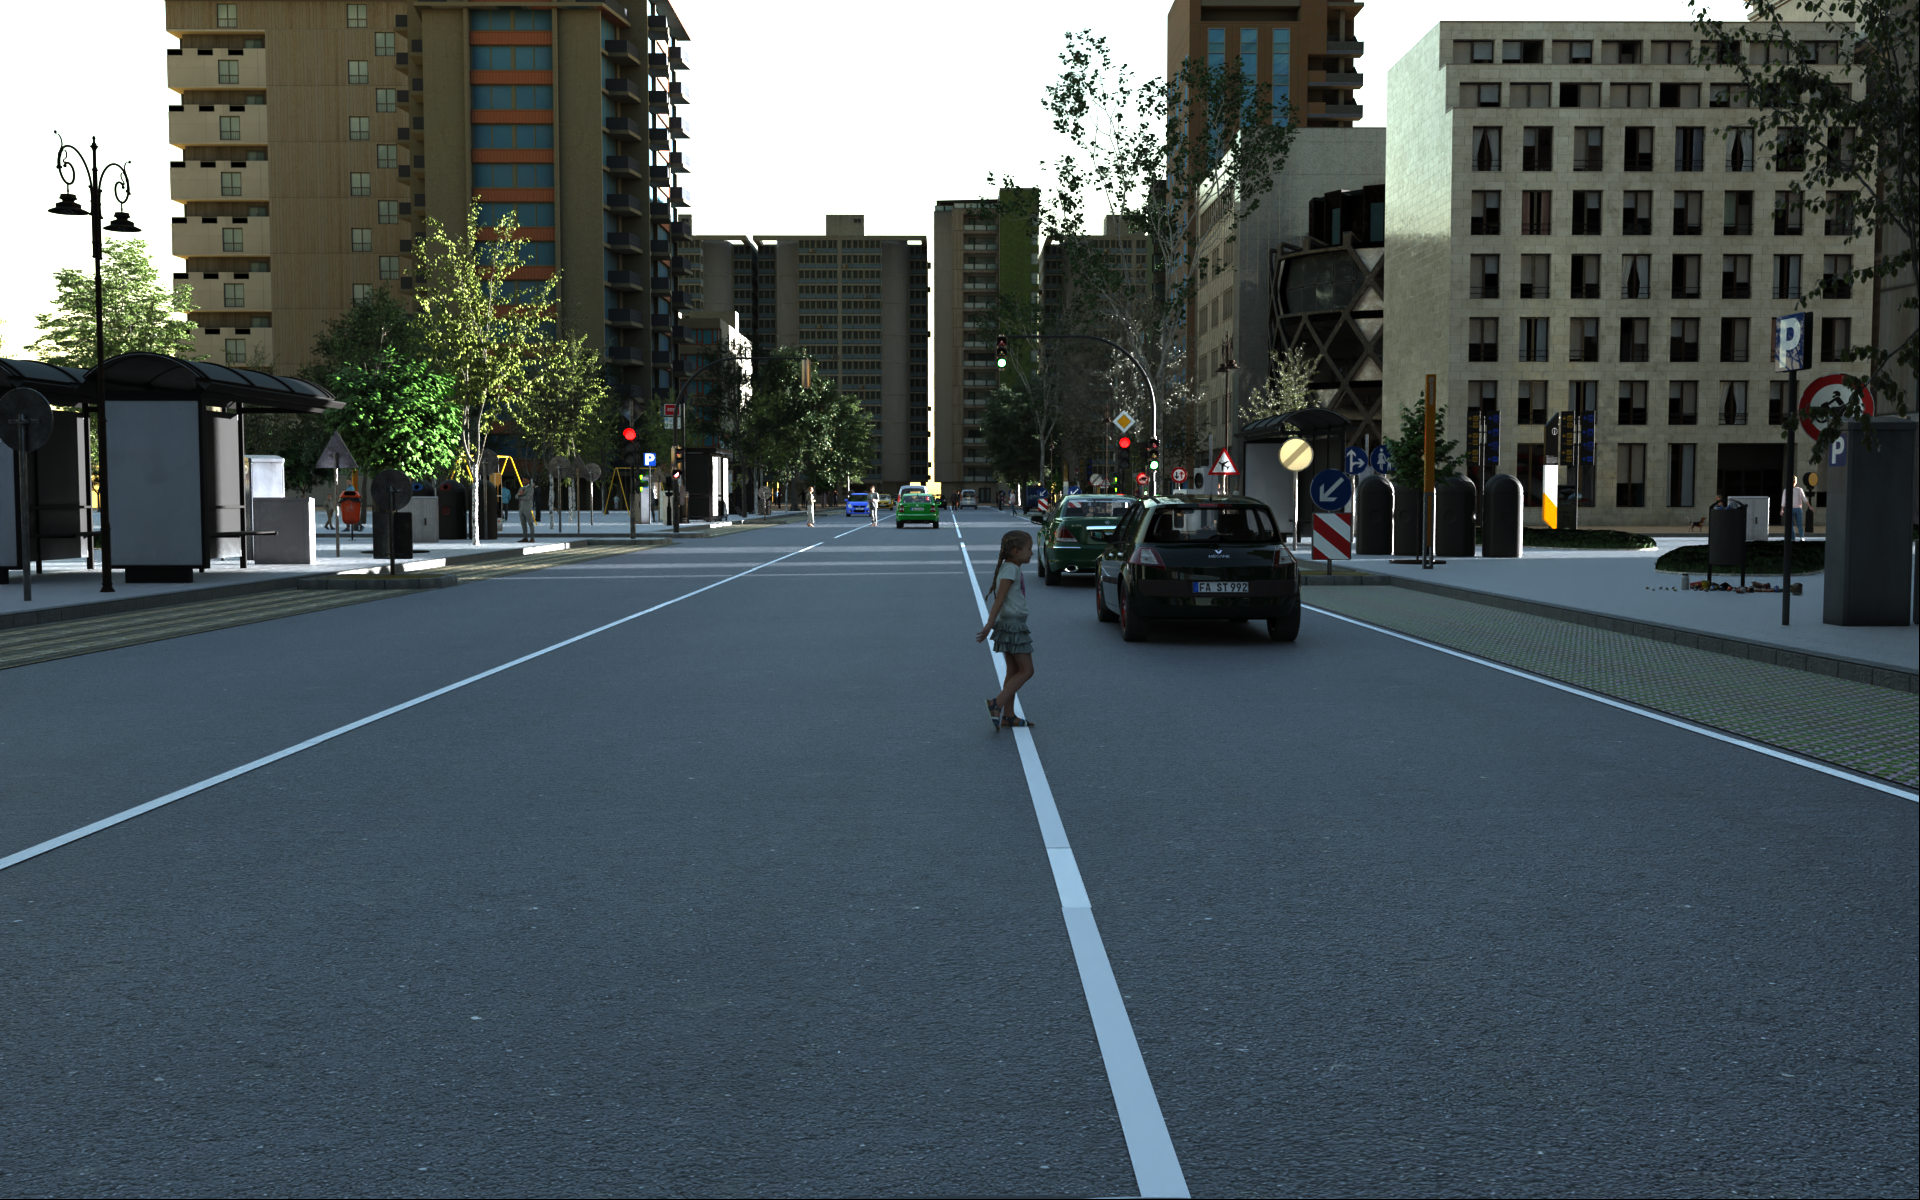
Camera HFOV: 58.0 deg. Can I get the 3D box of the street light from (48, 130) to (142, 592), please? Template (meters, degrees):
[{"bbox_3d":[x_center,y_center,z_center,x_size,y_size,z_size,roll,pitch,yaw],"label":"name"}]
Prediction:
[{"bbox_3d":[-11.177,-3.042,22.529,0.468,5.910,1.993,0,4,0],"label":"street light"}]

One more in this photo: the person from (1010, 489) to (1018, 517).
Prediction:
[{"bbox_3d":[3.438,-6.181,110.232,0.598,1.740,0.731,-2,4,-26],"label":"person"}]

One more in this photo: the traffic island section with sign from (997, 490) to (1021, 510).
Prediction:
[{"bbox_3d":[4.675,-9.304,160.748,1.989,1.847,2.006,0,4,0],"label":"traffic island section with sign"}]

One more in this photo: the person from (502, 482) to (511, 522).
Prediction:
[{"bbox_3d":[-20.975,-4.501,79.647,0.660,1.820,0.620,-3,4,-37],"label":"person"}]

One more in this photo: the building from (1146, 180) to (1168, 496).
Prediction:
[{"bbox_3d":[24.210,-23.846,161.578,14.160,30.474,14.107,0,4,0],"label":"building"}]

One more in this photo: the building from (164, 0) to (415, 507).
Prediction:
[{"bbox_3d":[-66.682,-36.332,183.260,27.495,52.752,28.713,0,4,0],"label":"building"}]

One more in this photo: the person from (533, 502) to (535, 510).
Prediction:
[{"bbox_3d":[-28.442,-6.328,115.001,1.012,1.151,0.738,0,4,7],"label":"person"}]

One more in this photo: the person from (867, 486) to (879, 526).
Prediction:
[{"bbox_3d":[-3.946,-4.220,77.702,0.606,1.804,0.583,1,4,17],"label":"person"}]

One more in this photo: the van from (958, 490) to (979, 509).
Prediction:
[{"bbox_3d":[0.813,-9.603,164.027,2.013,2.044,4.112,0,4,0],"label":"van"}]

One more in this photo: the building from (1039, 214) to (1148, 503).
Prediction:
[{"bbox_3d":[23.052,-33.732,243.394,23.993,40.220,32.217,0,4,0],"label":"building"}]

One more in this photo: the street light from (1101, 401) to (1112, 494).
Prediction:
[{"bbox_3d":[7.279,-6.933,86.150,0.468,5.910,1.993,0,4,0],"label":"street light"}]

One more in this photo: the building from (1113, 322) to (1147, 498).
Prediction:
[{"bbox_3d":[31.518,-20.730,183.974,27.650,21.520,28.899,0,4,0],"label":"building"}]

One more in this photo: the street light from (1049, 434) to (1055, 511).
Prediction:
[{"bbox_3d":[6.978,-9.769,132.508,0.468,5.910,1.993,0,4,0],"label":"street light"}]

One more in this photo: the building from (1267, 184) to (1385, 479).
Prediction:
[{"bbox_3d":[26.751,-14.451,103.730,16.820,18.784,16.811,0,4,0],"label":"building"}]

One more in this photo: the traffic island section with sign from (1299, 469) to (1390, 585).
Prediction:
[{"bbox_3d":[5.702,-1.179,27.906,1.989,1.847,2.006,0,4,0],"label":"traffic island section with sign"}]

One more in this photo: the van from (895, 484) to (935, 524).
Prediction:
[{"bbox_3d":[-2.232,-4.766,84.934,2.013,2.044,4.112,0,4,1],"label":"van"}]

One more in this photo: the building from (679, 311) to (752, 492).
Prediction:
[{"bbox_3d":[-38.079,-20.733,184.017,28.899,21.520,27.650,0,4,0],"label":"building"}]

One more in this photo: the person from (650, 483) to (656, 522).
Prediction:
[{"bbox_3d":[-14.111,-4.427,78.604,0.537,1.800,0.526,1,4,11],"label":"person"}]

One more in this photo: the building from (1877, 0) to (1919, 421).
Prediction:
[{"bbox_3d":[25.164,-21.203,30.266,14.154,41.232,14.086,0,4,0],"label":"building"}]

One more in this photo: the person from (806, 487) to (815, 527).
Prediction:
[{"bbox_3d":[-6.567,-4.123,76.454,0.362,1.759,0.519,-2,4,-24],"label":"person"}]

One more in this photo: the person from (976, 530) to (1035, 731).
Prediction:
[{"bbox_3d":[0.264,0.176,10.641,0.382,1.210,0.505,0,4,-6],"label":"person"}]

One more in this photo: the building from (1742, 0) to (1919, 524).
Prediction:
[{"bbox_3d":[46.509,-17.677,74.922,20.117,28.700,13.634,0,4,0],"label":"building"}]

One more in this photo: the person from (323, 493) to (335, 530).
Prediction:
[{"bbox_3d":[-22.679,-3.184,62.366,0.640,1.303,0.475,2,4,28],"label":"person"}]

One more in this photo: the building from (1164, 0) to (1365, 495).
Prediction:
[{"bbox_3d":[25.180,-30.358,146.463,14.600,45.320,14.200,0,4,0],"label":"building"}]

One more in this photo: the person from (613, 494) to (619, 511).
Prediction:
[{"bbox_3d":[-26.050,-7.395,131.234,0.425,1.301,0.394,-2,4,-27],"label":"person"}]

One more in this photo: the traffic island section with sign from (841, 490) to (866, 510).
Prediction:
[{"bbox_3d":[-9.924,-9.225,159.462,1.989,1.847,2.006,0,4,0],"label":"traffic island section with sign"}]

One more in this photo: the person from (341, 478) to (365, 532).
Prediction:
[{"bbox_3d":[-20.662,-3.239,58.867,0.748,1.841,0.638,-1,4,-13],"label":"person"}]

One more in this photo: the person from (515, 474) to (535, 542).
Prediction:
[{"bbox_3d":[-11.558,-2.430,45.950,0.511,1.800,0.466,1,4,20],"label":"person"}]

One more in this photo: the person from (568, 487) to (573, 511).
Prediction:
[{"bbox_3d":[-28.893,-7.527,129.085,0.580,1.828,0.573,1,4,15],"label":"person"}]

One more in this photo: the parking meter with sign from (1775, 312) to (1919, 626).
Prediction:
[{"bbox_3d":[8.907,-1.262,16.887,1.738,3.016,0.543,0,4,-2],"label":"parking meter with sign"}]

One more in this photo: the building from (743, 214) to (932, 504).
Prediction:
[{"bbox_3d":[-16.093,-33.736,243.462,23.993,40.220,32.217,0,4,0],"label":"building"}]

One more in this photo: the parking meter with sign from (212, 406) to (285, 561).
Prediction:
[{"bbox_3d":[-13.565,-2.296,33.793,1.738,3.016,0.543,-3,5,-41],"label":"parking meter with sign"}]

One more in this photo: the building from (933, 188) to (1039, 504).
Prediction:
[{"bbox_3d":[3.405,-33.632,233.478,14.086,41.232,14.154,0,4,0],"label":"building"}]

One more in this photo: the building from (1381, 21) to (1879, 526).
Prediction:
[{"bbox_3d":[27.717,-13.387,73.629,16.860,20.320,10.420,0,4,0],"label":"building"}]

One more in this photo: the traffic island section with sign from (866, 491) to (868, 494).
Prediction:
[{"bbox_3d":[-10.133,-10.890,186.675,1.989,1.847,2.006,0,4,0],"label":"traffic island section with sign"}]

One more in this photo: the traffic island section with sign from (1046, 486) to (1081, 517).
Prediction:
[{"bbox_3d":[5.285,-4.514,82.437,1.989,1.847,2.006,0,4,0],"label":"traffic island section with sign"}]

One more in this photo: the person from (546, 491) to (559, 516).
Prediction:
[{"bbox_3d":[-24.338,-5.914,103.482,0.760,1.731,0.466,-2,4,-26],"label":"person"}]

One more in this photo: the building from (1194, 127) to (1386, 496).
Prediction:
[{"bbox_3d":[23.951,-18.584,121.862,12.078,24.808,19.932,0,4,0],"label":"building"}]

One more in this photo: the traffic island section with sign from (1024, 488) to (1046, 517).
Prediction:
[{"bbox_3d":[5.079,-6.163,109.392,1.989,1.847,2.006,0,4,0],"label":"traffic island section with sign"}]

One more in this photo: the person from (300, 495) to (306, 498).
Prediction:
[{"bbox_3d":[-24.943,-3.376,65.918,0.373,1.253,0.362,1,4,12],"label":"person"}]

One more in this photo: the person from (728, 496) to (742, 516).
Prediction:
[{"bbox_3d":[-13.264,-5.716,99.714,1.509,1.804,0.699,-1,4,-17],"label":"person"}]

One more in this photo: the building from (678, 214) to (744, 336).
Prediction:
[{"bbox_3d":[-40.085,-33.721,243.224,23.993,40.220,32.217,0,4,0],"label":"building"}]

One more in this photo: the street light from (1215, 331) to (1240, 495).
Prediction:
[{"bbox_3d":[7.592,-4.681,49.321,0.468,5.910,1.993,0,4,0],"label":"street light"}]

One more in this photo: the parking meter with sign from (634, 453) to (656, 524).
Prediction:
[{"bbox_3d":[-13.610,-4.767,74.208,0.543,3.016,1.738,-2,4,-32],"label":"parking meter with sign"}]

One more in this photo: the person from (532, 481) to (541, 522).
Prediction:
[{"bbox_3d":[-19.771,-4.605,80.702,0.474,1.900,0.648,0,4,-7],"label":"person"}]

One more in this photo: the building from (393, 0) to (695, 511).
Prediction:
[{"bbox_3d":[-34.789,-30.100,146.751,22.147,44.769,28.867,0,4,0],"label":"building"}]
